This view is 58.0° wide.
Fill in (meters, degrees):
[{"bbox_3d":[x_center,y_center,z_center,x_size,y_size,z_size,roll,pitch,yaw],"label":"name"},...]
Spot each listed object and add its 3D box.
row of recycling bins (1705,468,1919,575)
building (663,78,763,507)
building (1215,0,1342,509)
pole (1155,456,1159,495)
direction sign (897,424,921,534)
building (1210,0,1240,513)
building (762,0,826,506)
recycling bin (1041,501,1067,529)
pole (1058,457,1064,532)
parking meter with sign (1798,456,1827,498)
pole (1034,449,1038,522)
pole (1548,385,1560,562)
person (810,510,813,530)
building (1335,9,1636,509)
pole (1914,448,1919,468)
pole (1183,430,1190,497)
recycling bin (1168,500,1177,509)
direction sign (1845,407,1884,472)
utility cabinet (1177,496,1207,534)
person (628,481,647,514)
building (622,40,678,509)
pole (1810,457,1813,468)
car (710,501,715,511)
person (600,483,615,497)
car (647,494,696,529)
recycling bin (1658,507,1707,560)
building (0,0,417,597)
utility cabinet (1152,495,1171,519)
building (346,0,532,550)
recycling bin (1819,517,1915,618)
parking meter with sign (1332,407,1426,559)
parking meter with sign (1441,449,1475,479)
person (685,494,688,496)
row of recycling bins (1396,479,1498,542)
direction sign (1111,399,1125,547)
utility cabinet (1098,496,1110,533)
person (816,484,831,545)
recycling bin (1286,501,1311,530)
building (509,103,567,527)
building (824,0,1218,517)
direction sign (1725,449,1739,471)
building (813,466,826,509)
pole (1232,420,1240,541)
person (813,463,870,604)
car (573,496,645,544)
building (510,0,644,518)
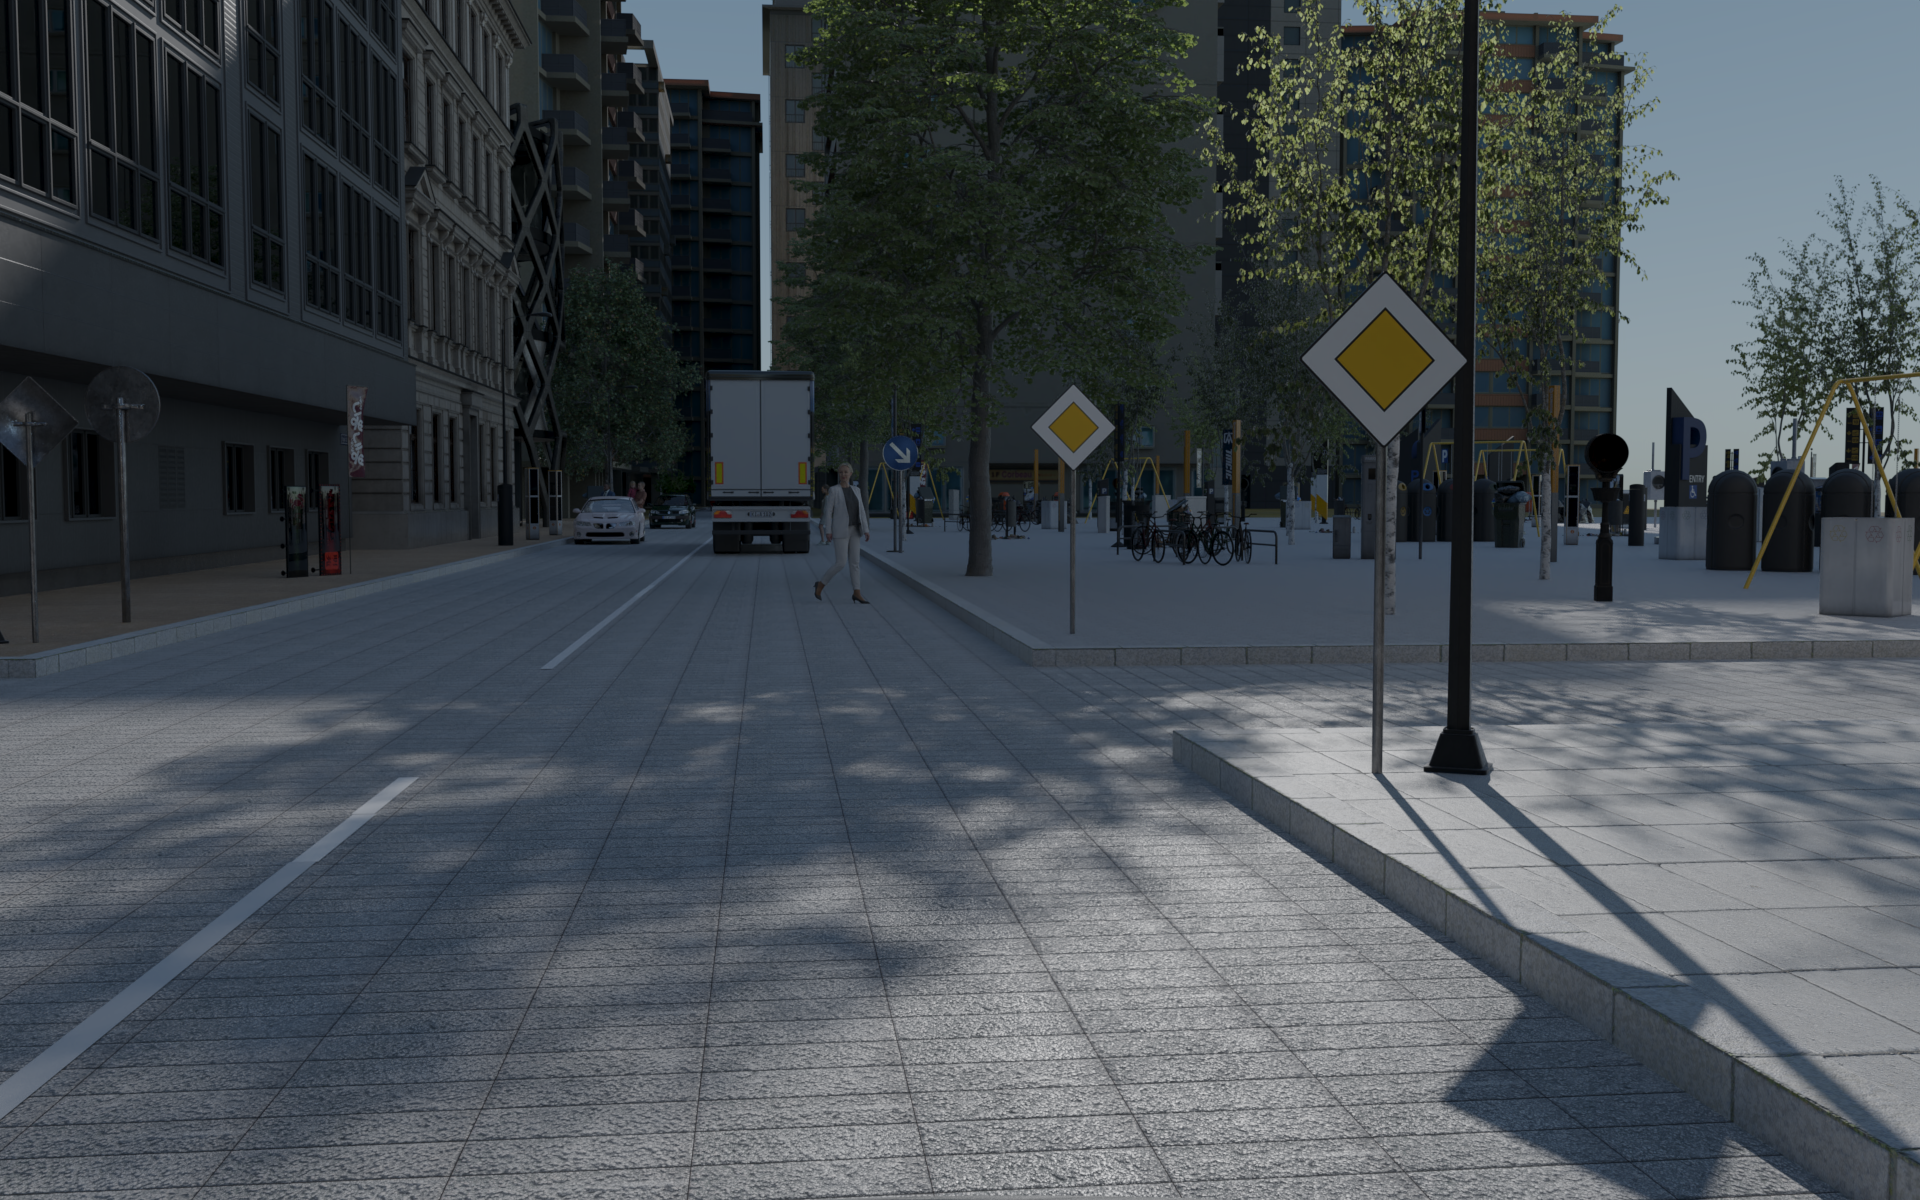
[{"bbox_3d":[14.140,-1.306,28.471,3.534,1.692,1.069,3,4,36],"label":"row of recycling bins"},{"bbox_3d":[-35.206,-32.301,182.743,28.867,44.769,22.147,0,4,-6],"label":"building"},{"bbox_3d":[21.441,-44.009,157.798,20.611,71.187,20.563,0,4,-6],"label":"building"},{"bbox_3d":[10.488,-6.006,92.042,0.158,3.312,0.155,0,3,0],"label":"pole"},{"bbox_3d":[-1.673,-3.898,55.729,0.876,3.537,0.379,-1,4,-16],"label":"direction sign"},{"bbox_3d":[3.941,-33.097,130.380,28.713,52.752,27.495,0,4,-6],"label":"building"},{"bbox_3d":[-7.603,-36.698,189.248,27.495,52.752,28.713,0,4,-6],"label":"building"},{"bbox_3d":[3.446,-3.111,63.424,0.722,1.027,0.722,-2,4,-24],"label":"recycling bin"},{"bbox_3d":[3.426,-3.958,58.561,0.158,3.312,0.155,0,3,0],"label":"pole"},{"bbox_3d":[39.224,-5.065,79.081,1.738,3.016,0.543,0,4,7],"label":"parking meter with sign"},{"bbox_3d":[3.469,-5.215,79.102,0.158,3.312,0.155,0,3,0],"label":"pole"},{"bbox_3d":[11.155,-2.371,32.605,0.158,3.312,0.155,0,3,0],"label":"pole"},{"bbox_3d":[-6.239,-3.698,69.151,0.728,1.800,0.709,1,4,14],"label":"person"},{"bbox_3d":[46.233,-30.908,159.973,28.867,44.769,22.147,0,4,-6],"label":"building"},{"bbox_3d":[42.648,-5.104,77.301,0.158,3.312,0.155,0,3,0],"label":"pole"},{"bbox_3d":[7.279,-3.778,55.618,0.158,3.312,0.155,0,3,0],"label":"pole"},{"bbox_3d":[9.962,-4.055,78.852,0.722,1.027,0.722,3,5,41],"label":"recycling bin"},{"bbox_3d":[23.582,-3.256,45.231,0.876,3.537,0.379,2,4,27],"label":"direction sign"},{"bbox_3d":[6.467,-2.277,48.383,0.306,1.237,1.020,3,5,42],"label":"utility cabinet"},{"bbox_3d":[-10.056,-2.777,53.885,0.580,1.828,0.573,-1,4,-19],"label":"person"},{"bbox_3d":[-36.470,-27.814,146.643,23.993,40.220,32.217,0,4,-6],"label":"building"},{"bbox_3d":[47.136,-6.239,95.849,0.158,3.312,0.155,0,3,0],"label":"pole"},{"bbox_3d":[-20.255,-8.494,147.557,2.281,1.827,5.304,0,4,-8],"label":"car"},{"bbox_3d":[-11.400,-2.877,55.729,0.721,1.800,0.419,1,4,18],"label":"person"},{"bbox_3d":[-12.045,-3.844,72.633,2.009,1.686,4.222,0,4,-5],"label":"car"},{"bbox_3d":[14.218,-1.310,33.972,0.722,1.027,0.722,0,4,-7],"label":"recycling bin"},{"bbox_3d":[-17.857,-14.215,25.924,14.314,27.812,24.014,0,4,-6],"label":"building"},{"bbox_3d":[10.544,-4.867,90.743,1.020,1.237,0.306,-2,4,-31],"label":"utility cabinet"},{"bbox_3d":[-18.412,-11.208,47.871,10.561,19.102,19.286,0,4,-6],"label":"building"},{"bbox_3d":[9.640,-0.359,18.417,0.722,1.027,0.722,-3,5,-45],"label":"recycling bin"},{"bbox_3d":[8.242,-2.316,34.130,1.738,3.016,0.543,1,4,11],"label":"parking meter with sign"},{"bbox_3d":[19.582,-4.337,67.171,1.738,3.016,0.543,-1,4,-11],"label":"parking meter with sign"},{"bbox_3d":[-16.764,-5.751,105.748,0.599,1.433,0.991,0,4,-6],"label":"person"},{"bbox_3d":[12.814,-2.418,46.649,3.534,1.692,1.069,-1,4,-11],"label":"row of recycling bins"},{"bbox_3d":[3.833,-3.042,41.732,0.379,3.537,0.876,-1,4,-9],"label":"direction sign"},{"bbox_3d":[4.751,-2.822,57.299,0.306,1.237,1.020,1,4,11],"label":"utility cabinet"},{"bbox_3d":[-3.755,-2.392,48.608,0.522,1.701,0.512,0,4,2],"label":"person"},{"bbox_3d":[12.288,-3.078,62.880,0.722,1.027,0.722,-1,4,-10],"label":"recycling bin"},{"bbox_3d":[-23.966,-12.178,66.557,16.820,18.784,16.811,0,4,-6],"label":"building"},{"bbox_3d":[2.778,-29.443,105.089,21.300,48.544,21.600,0,4,-6],"label":"building"},{"bbox_3d":[38.614,-5.793,86.710,0.379,3.537,0.876,-1,4,-22],"label":"direction sign"},{"bbox_3d":[-2.712,-43.778,154.019,20.563,71.187,20.611,0,4,-6],"label":"building"},{"bbox_3d":[7.617,-3.299,47.790,0.158,3.312,0.155,0,3,0],"label":"pole"},{"bbox_3d":[-1.549,-0.878,22.734,0.818,1.842,0.514,2,4,31],"label":"person"},{"bbox_3d":[-10.289,-2.363,51.000,2.083,1.381,4.827,0,4,-7],"label":"car"},{"bbox_3d":[-30.320,-27.374,102.193,22.147,44.769,28.867,0,4,-6],"label":"building"}]
